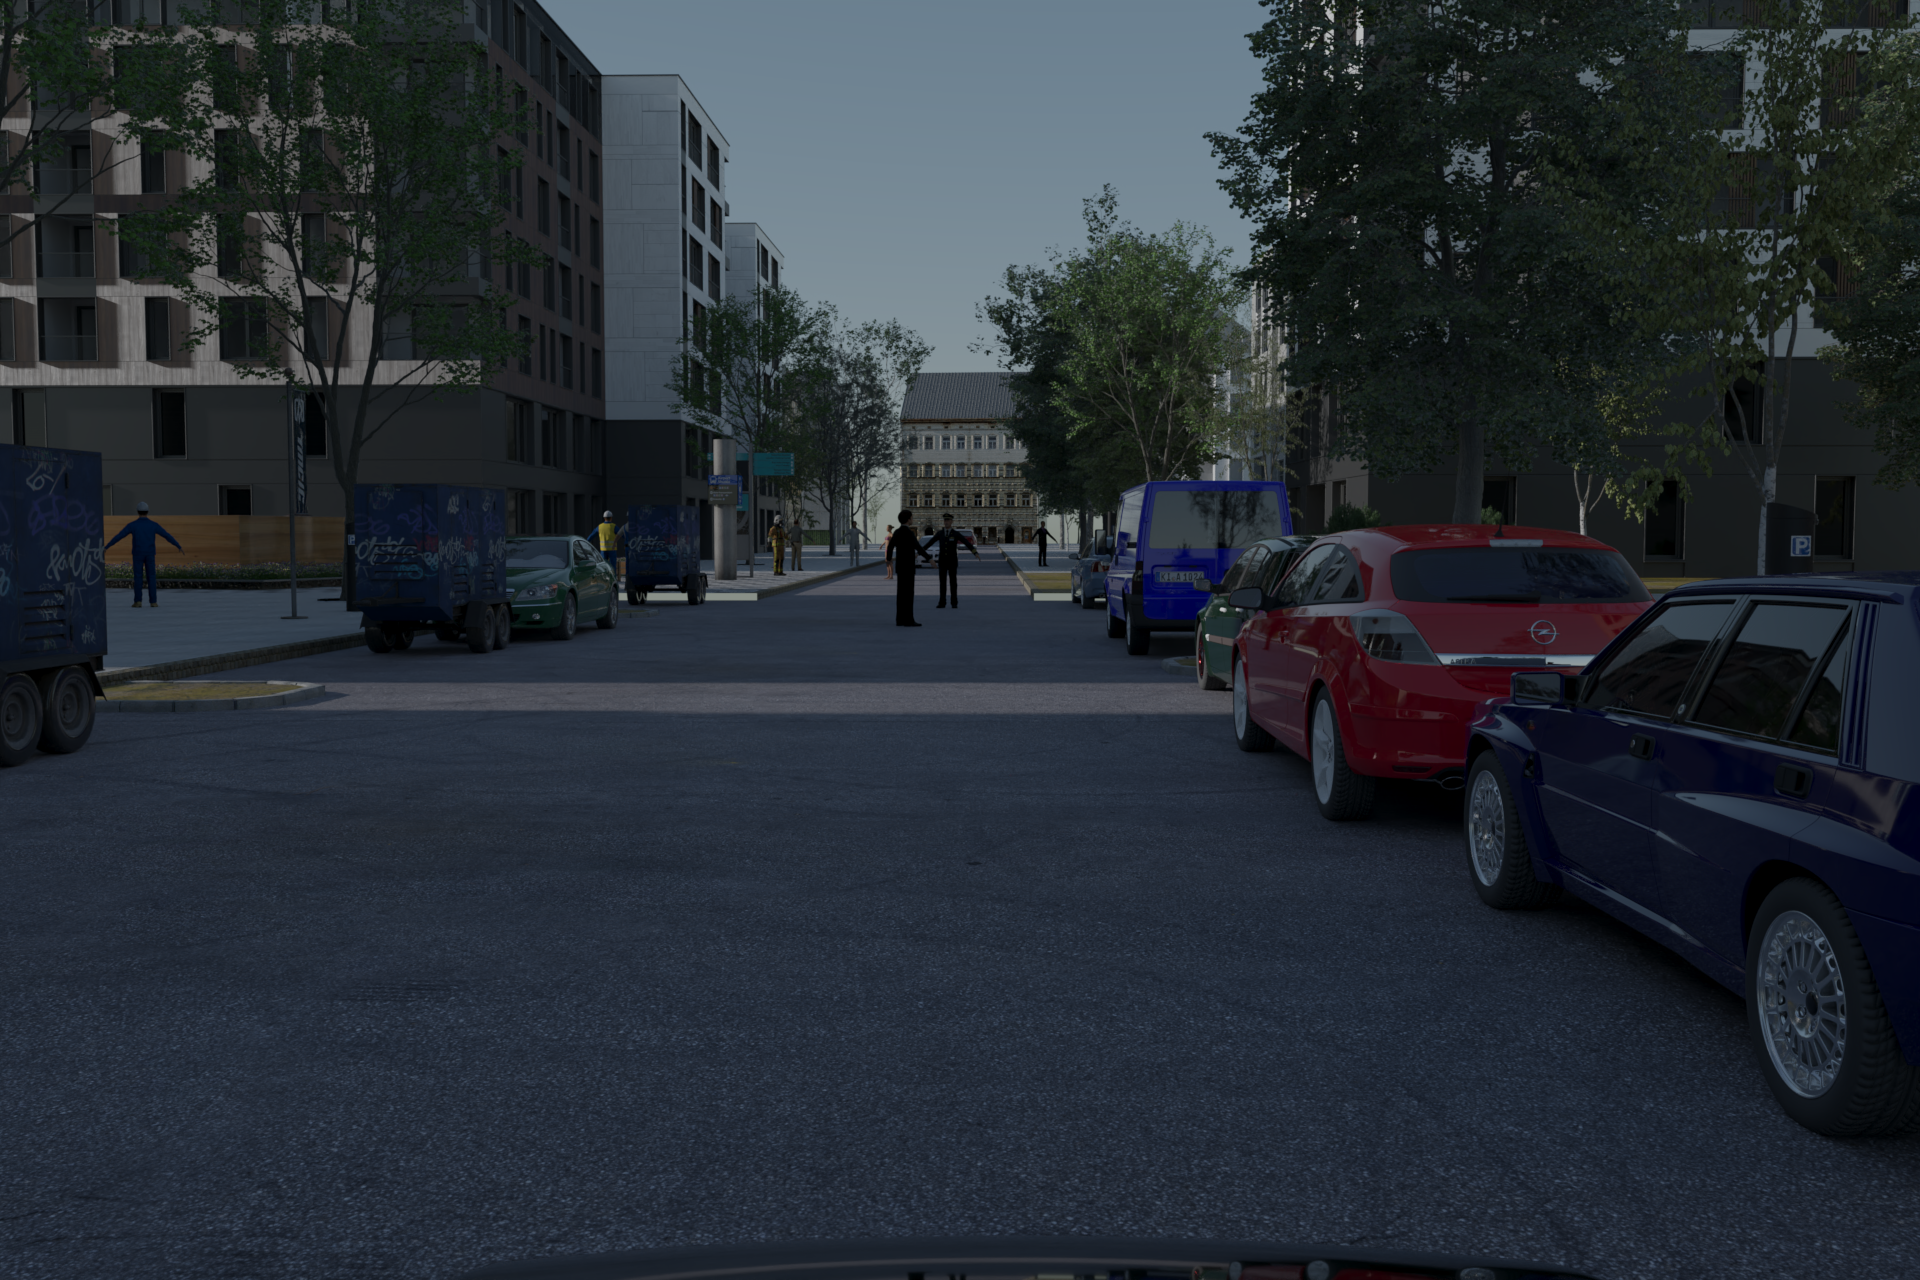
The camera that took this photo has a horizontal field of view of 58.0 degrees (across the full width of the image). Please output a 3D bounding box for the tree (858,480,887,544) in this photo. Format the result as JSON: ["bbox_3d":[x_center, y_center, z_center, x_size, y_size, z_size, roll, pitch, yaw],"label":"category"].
[{"bbox_3d":[-11.217,-17.328,233.673,4.360,8.622,3.978,0,3,0],"label":"tree"}]

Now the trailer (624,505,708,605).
[{"bbox_3d":[-5.972,-1.678,34.485,1.471,1.999,3.904,0,4,1],"label":"trailer"}]

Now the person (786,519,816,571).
[{"bbox_3d":[-5.690,-3.308,60.356,1.348,1.796,0.705,1,4,15],"label":"person"}]

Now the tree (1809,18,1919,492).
[{"bbox_3d":[23.528,-8.028,37.908,9.857,13.997,8.962,0,3,0],"label":"tree"}]

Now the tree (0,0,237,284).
[{"bbox_3d":[-12.686,-5.811,20.765,9.928,11.665,9.643,0,3,0],"label":"tree"}]

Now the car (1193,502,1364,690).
[{"bbox_3d":[3.051,-0.300,14.685,2.009,1.686,4.222,0,4,0],"label":"car"}]

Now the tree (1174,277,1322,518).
[{"bbox_3d":[8.640,-6.057,49.400,4.360,8.622,3.978,0,3,0],"label":"tree"}]

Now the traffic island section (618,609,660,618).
[{"bbox_3d":[-6.339,-0.454,30.297,1.991,0.108,1.994,0,4,1],"label":"traffic island section"}]

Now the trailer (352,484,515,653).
[{"bbox_3d":[-6.375,-0.817,20.402,1.471,1.999,3.904,0,4,1],"label":"trailer"}]

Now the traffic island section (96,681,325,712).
[{"bbox_3d":[-6.639,0.486,14.921,1.991,0.108,1.994,0,4,1],"label":"traffic island section"}]

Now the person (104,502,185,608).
[{"bbox_3d":[-14.289,-1.495,30.318,1.347,1.842,0.705,-2,4,-32],"label":"person"}]

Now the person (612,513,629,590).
[{"bbox_3d":[-7.433,-2.051,39.386,1.347,1.847,0.705,2,4,30],"label":"person"}]

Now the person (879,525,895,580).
[{"bbox_3d":[-2.304,-2.782,54.739,0.721,1.733,1.217,-1,4,-22],"label":"person"}]

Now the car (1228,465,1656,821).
[{"bbox_3d":[2.716,-0.067,10.134,2.155,1.783,4.494,0,4,1],"label":"car"}]

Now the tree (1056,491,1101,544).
[{"bbox_3d":[16.115,-18.146,231.103,7.601,10.594,8.767,0,4,7],"label":"tree"}]

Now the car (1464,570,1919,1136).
[{"bbox_3d":[2.869,0.435,5.465,1.945,1.354,3.894,0,3,0],"label":"car"}]

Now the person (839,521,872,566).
[{"bbox_3d":[-4.180,-3.834,68.874,1.347,1.806,0.705,-1,4,-16],"label":"person"}]

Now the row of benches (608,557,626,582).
[{"bbox_3d":[-9.640,-1.900,46.530,1.422,0.672,4.104,2,4,26],"label":"row of benches"}]

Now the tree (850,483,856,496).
[{"bbox_3d":[-19.257,-20.120,235.610,9.857,13.997,8.962,0,3,0],"label":"tree"}]

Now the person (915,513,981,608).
[{"bbox_3d":[-0.238,-1.533,33.465,1.347,1.837,0.705,1,4,14],"label":"person"}]

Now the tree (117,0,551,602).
[{"bbox_3d":[-11.681,-6.546,32.778,9.928,11.665,9.643,0,3,0],"label":"tree"}]

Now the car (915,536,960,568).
[{"bbox_3d":[-1.027,-3.755,73.760,2.083,1.381,4.827,0,4,1],"label":"car"}]

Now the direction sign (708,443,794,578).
[{"bbox_3d":[-6.126,-3.830,51.375,2.525,3.948,1.411,0,3,0],"label":"direction sign"}]

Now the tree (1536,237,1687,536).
[{"bbox_3d":[15.010,-5.563,41.311,4.737,8.622,4.395,0,3,0],"label":"tree"}]

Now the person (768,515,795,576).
[{"bbox_3d":[-5.552,-2.905,53.271,0.705,1.858,1.354,2,4,28],"label":"person"}]

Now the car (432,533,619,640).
[{"bbox_3d":[-6.142,-0.798,24.845,2.131,1.459,4.920,0,4,0],"label":"car"}]

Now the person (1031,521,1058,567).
[{"bbox_3d":[3.284,-3.797,68.313,1.346,1.802,0.704,-3,4,-38],"label":"person"}]

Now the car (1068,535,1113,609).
[{"bbox_3d":[3.194,-1.374,34.471,2.014,1.417,4.499,0,4,0],"label":"car"}]

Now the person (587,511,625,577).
[{"bbox_3d":[-8.401,-2.170,41.449,1.349,1.833,0.705,0,4,7],"label":"person"}]

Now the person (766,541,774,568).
[{"bbox_3d":[-6.988,-3.426,65.287,0.599,1.433,0.991,2,4,30],"label":"person"}]

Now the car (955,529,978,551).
[{"bbox_3d":[0.190,-7.263,127.423,2.281,1.827,5.304,0,4,0],"label":"car"}]

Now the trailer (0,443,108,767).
[{"bbox_3d":[-6.507,-0.195,10.236,1.471,1.999,3.904,0,4,1],"label":"trailer"}]

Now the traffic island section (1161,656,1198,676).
[{"bbox_3d":[3.150,0.284,18.217,1.991,0.108,1.994,0,4,1],"label":"traffic island section"}]

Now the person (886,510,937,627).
[{"bbox_3d":[-0.817,-1.116,26.882,0.705,1.806,1.347,-2,4,-35],"label":"person"}]

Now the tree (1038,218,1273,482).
[{"bbox_3d":[6.656,-8.120,58.521,9.928,11.665,9.643,0,3,0],"label":"tree"}]
